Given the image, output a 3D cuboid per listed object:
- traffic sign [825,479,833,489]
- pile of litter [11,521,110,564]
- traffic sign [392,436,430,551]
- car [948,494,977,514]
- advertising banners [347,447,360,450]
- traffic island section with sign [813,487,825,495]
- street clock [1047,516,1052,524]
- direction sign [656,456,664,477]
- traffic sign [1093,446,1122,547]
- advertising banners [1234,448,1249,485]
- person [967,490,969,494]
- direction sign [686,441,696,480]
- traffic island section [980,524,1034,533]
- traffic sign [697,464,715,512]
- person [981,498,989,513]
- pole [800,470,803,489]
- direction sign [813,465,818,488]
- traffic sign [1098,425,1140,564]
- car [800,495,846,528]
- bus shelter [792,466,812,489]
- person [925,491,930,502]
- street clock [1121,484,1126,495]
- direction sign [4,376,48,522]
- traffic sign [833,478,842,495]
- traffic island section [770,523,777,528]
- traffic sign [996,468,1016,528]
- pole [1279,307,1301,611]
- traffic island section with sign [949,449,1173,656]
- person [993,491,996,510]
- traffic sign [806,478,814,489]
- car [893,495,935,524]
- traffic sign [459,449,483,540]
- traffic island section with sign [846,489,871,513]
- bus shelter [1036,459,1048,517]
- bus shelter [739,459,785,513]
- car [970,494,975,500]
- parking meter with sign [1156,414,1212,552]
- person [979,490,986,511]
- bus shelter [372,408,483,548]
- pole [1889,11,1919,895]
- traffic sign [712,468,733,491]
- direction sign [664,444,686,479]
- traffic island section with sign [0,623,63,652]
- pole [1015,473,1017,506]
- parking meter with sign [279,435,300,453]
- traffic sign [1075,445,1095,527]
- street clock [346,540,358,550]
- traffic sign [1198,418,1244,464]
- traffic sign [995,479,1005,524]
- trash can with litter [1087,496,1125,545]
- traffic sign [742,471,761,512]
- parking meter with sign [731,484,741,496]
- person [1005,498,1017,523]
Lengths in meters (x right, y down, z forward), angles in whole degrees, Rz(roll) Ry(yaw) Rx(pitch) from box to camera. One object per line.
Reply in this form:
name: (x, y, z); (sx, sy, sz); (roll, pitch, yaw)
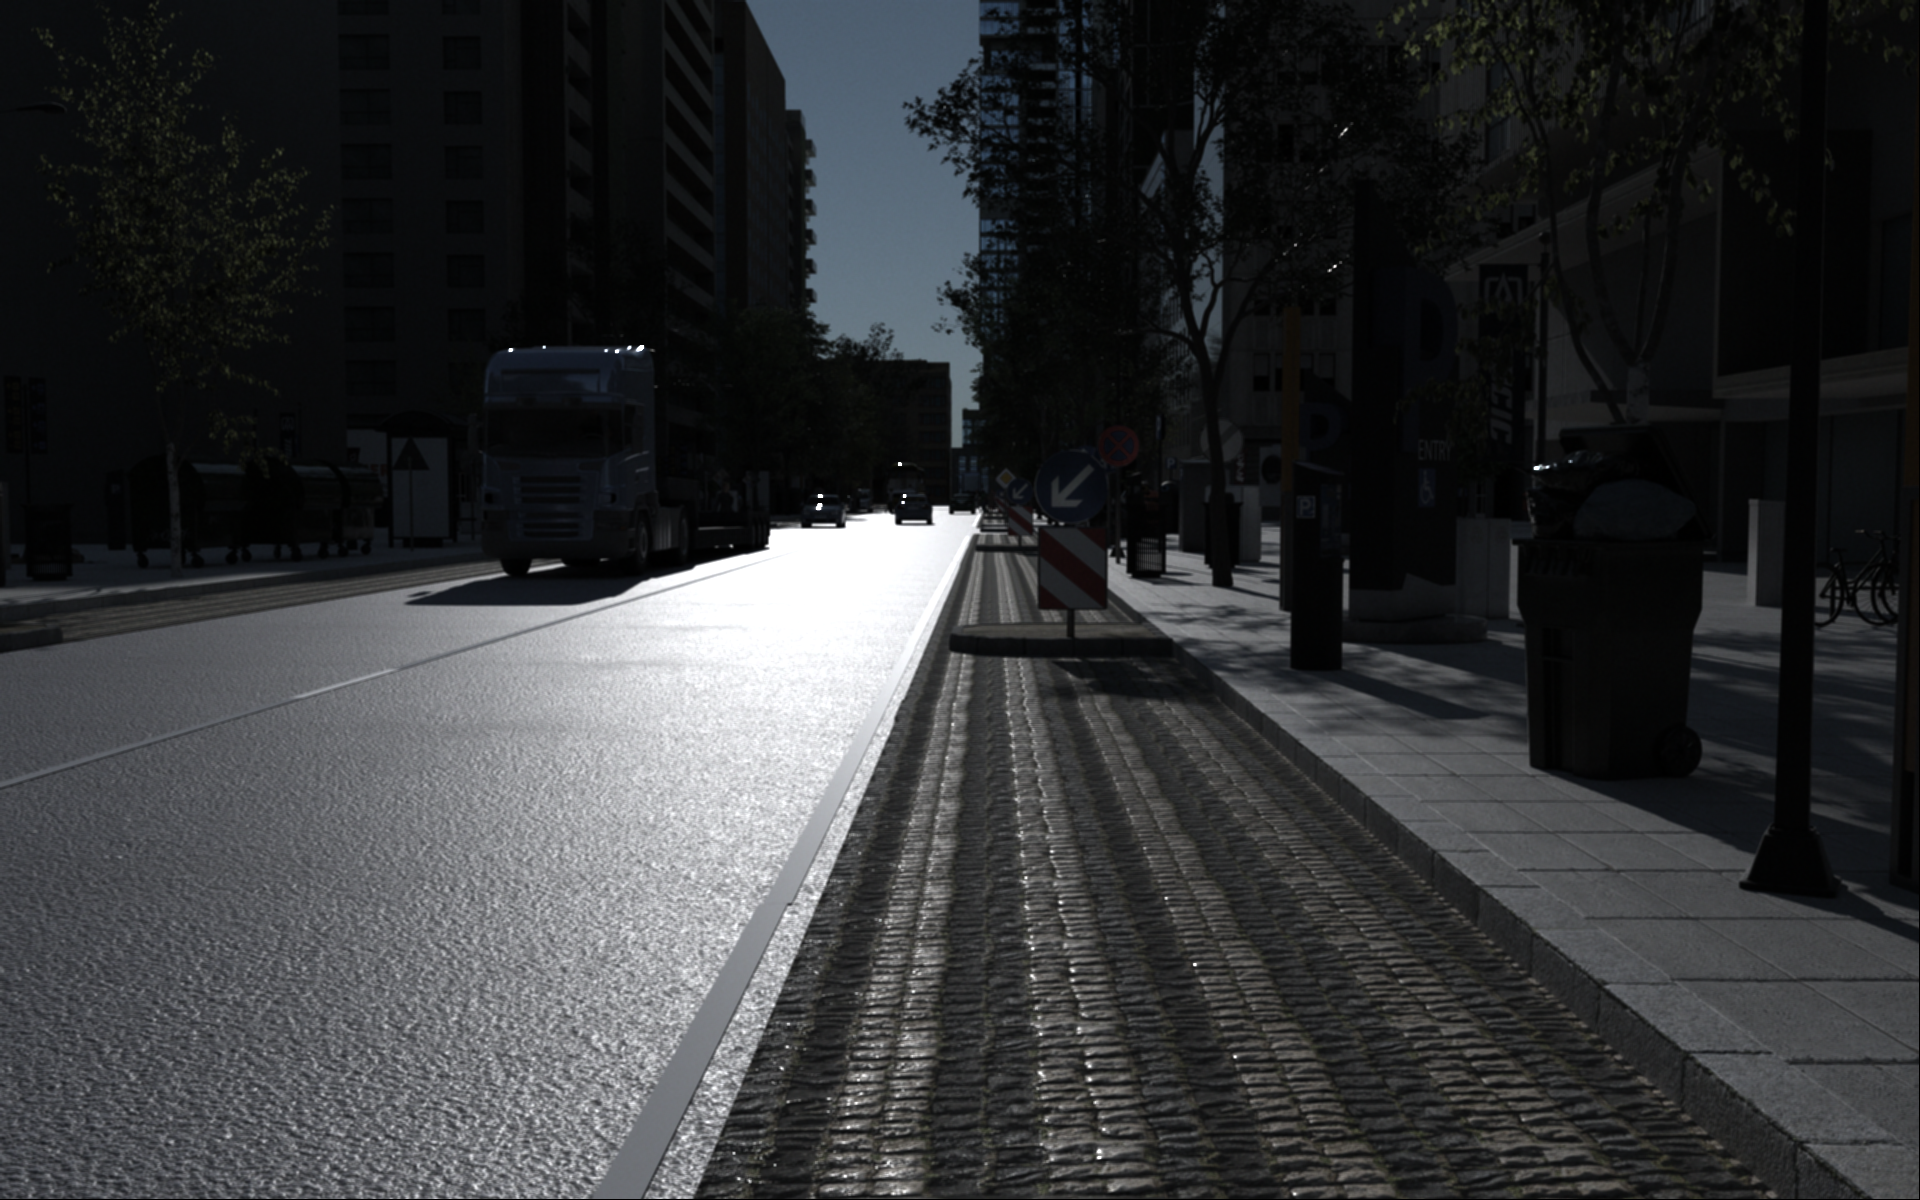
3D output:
traffic sign: (-11.308, -9.120, 149.225); (0.768, 2.556, 0.104); (1, 4, 9)
pile of litter: (-16.800, -1.108, 32.080); (1.719, 0.858, 1.176); (0, 4, 4)
traffic sign: (-12.256, -2.364, 38.663); (0.884, 2.594, 0.081); (1, 4, 8)
car: (0.169, -6.947, 125.380); (2.131, 1.459, 4.920); (0, 4, 2)
advertising banners: (-23.516, -4.204, 64.919); (2.074, 3.025, 0.090); (0, 4, -7)
traffic island section with sign: (-8.132, -5.602, 100.214); (1.989, 1.847, 2.006); (0, 4, 1)
street clock: (3.814, -4.215, 73.486); (0.358, 2.002, 0.471); (1, 4, 12)
direction sign: (-17.823, -6.833, 103.720); (0.876, 3.537, 0.379); (-3, 5, -44)
traffic sign: (3.600, -2.555, 41.878); (0.768, 2.556, 0.104); (1, 4, 11)
advertising banners: (9.927, -4.266, 65.944); (2.074, 3.025, 0.090); (0, 4, 4)
person: (0.852, -10.201, 175.271); (0.705, 1.826, 1.348); (-2, 4, -30)
direction sign: (-11.384, -5.030, 74.241); (0.379, 3.537, 0.876); (0, 4, -3)
traffic island section: (1.775, -2.663, 65.816); (2.009, 0.180, 2.903); (0, 4, 1)
traffic sign: (-10.745, -4.477, 73.309); (0.768, 2.556, 0.104); (0, 4, 6)
person: (1.849, -7.170, 131.222); (1.012, 1.151, 0.738); (2, 4, 34)
pole: (-11.075, -7.774, 120.954); (0.158, 3.312, 0.155); (0, 3, 0)
direction sign: (-10.435, -8.141, 125.099); (0.379, 3.537, 0.876); (-2, 4, -31)
traffic sign: (2.922, -1.946, 31.928); (0.768, 2.556, 0.104); (0, 4, 5)
car: (-5.909, -3.864, 75.186); (2.014, 1.417, 4.499); (0, 4, -1)
bus shelter: (-11.839, -8.149, 127.157); (2.014, 3.302, 5.546); (0, 4, 1)
person: (-3.379, -10.553, 181.496); (0.683, 1.767, 0.568); (0, 4, -3)
street clock: (11.989, -7.495, 127.108); (0.358, 2.002, 0.471); (-3, 5, -44)
direction sign: (-18.065, -2.542, 33.555); (0.379, 3.537, 0.876); (2, 4, 23)
traffic sign: (-9.832, -8.508, 139.217); (0.768, 2.556, 0.104); (0, 4, 2)
traffic island section: (-8.924, -3.163, 73.995); (2.009, 0.180, 2.903); (0, 4, 1)
traffic sign: (1.751, -3.798, 65.740); (0.795, 2.450, 0.064); (0, 4, 1)
pole: (3.617, -1.537, 18.980); (0.158, 3.312, 0.155); (0, 3, 0)
traffic island section with sign: (0.903, -0.463, 16.202); (1.989, 1.847, 2.006); (0, 4, 1)
person: (3.119, -9.001, 156.602); (0.436, 1.711, 0.756); (0, 4, 7)
traffic sign: (-11.820, -8.312, 136.006); (0.768, 2.556, 0.104); (0, 4, 1)
car: (-2.207, -4.348, 83.085); (2.014, 1.417, 4.499); (0, 4, 0)
traffic sign: (-13.519, -2.929, 47.995); (0.768, 2.556, 0.104); (1, 4, 10)
traffic island section with sign: (-7.648, -7.312, 128.172); (1.989, 1.847, 2.006); (0, 4, 1)
bus shelter: (5.190, -6.079, 93.310); (2.014, 3.302, 5.546); (0, 4, 1)
bus shelter: (-11.670, -6.631, 102.334); (2.014, 3.302, 5.546); (0, 4, 1)
car: (0.982, -10.823, 186.749); (2.009, 1.686, 4.222); (0, 4, 3)
parking meter with sign: (5.229, -2.568, 38.243); (1.738, 3.016, 0.543); (0, 4, -6)
person: (1.926, -8.227, 143.259); (0.600, 1.795, 0.529); (-2, 4, -31)
bus shelter: (-12.834, -3.046, 43.732); (2.014, 3.302, 5.546); (0, 4, 1)
pole: (3.140, -0.714, 5.525); (0.158, 3.312, 0.155); (0, 3, 0)
traffic sign: (-9.041, -3.811, 65.949); (0.795, 2.450, 0.064); (0, 4, 1)
direction sign: (-12.667, -5.248, 77.797); (0.876, 3.537, 0.379); (0, 4, 5)
traffic island section with sign: (-9.627, -0.461, 16.162); (1.989, 1.847, 2.006); (0, 4, 1)
pole: (4.671, -9.221, 144.609); (0.158, 3.312, 0.155); (0, 3, 0)
parking meter with sign: (-19.520, -3.283, 49.933); (0.543, 3.016, 1.738); (0, 4, -7)
traffic sign: (3.273, -2.751, 45.092); (0.768, 2.556, 0.104); (0, 4, 6)
street clock: (-13.971, -2.151, 39.733); (0.471, 2.002, 0.358); (-3, 5, -43)
traffic sign: (4.390, -1.780, 29.213); (0.768, 2.556, 0.104); (0, 4, 3)
traffic sign: (1.892, -4.286, 73.724); (0.795, 2.450, 0.064); (0, 4, 1)
trash can with litter: (3.531, -1.954, 43.337); (0.624, 1.170, 1.055); (2, 4, 34)
traffic sign: (-8.900, -4.299, 73.933); (0.795, 2.450, 0.064); (0, 4, 1)
parking meter with sign: (-16.637, -8.081, 128.392); (1.738, 3.016, 0.543); (-1, 4, -20)
person: (2.545, -4.609, 84.205); (0.721, 1.781, 0.623); (-3, 5, -42)
